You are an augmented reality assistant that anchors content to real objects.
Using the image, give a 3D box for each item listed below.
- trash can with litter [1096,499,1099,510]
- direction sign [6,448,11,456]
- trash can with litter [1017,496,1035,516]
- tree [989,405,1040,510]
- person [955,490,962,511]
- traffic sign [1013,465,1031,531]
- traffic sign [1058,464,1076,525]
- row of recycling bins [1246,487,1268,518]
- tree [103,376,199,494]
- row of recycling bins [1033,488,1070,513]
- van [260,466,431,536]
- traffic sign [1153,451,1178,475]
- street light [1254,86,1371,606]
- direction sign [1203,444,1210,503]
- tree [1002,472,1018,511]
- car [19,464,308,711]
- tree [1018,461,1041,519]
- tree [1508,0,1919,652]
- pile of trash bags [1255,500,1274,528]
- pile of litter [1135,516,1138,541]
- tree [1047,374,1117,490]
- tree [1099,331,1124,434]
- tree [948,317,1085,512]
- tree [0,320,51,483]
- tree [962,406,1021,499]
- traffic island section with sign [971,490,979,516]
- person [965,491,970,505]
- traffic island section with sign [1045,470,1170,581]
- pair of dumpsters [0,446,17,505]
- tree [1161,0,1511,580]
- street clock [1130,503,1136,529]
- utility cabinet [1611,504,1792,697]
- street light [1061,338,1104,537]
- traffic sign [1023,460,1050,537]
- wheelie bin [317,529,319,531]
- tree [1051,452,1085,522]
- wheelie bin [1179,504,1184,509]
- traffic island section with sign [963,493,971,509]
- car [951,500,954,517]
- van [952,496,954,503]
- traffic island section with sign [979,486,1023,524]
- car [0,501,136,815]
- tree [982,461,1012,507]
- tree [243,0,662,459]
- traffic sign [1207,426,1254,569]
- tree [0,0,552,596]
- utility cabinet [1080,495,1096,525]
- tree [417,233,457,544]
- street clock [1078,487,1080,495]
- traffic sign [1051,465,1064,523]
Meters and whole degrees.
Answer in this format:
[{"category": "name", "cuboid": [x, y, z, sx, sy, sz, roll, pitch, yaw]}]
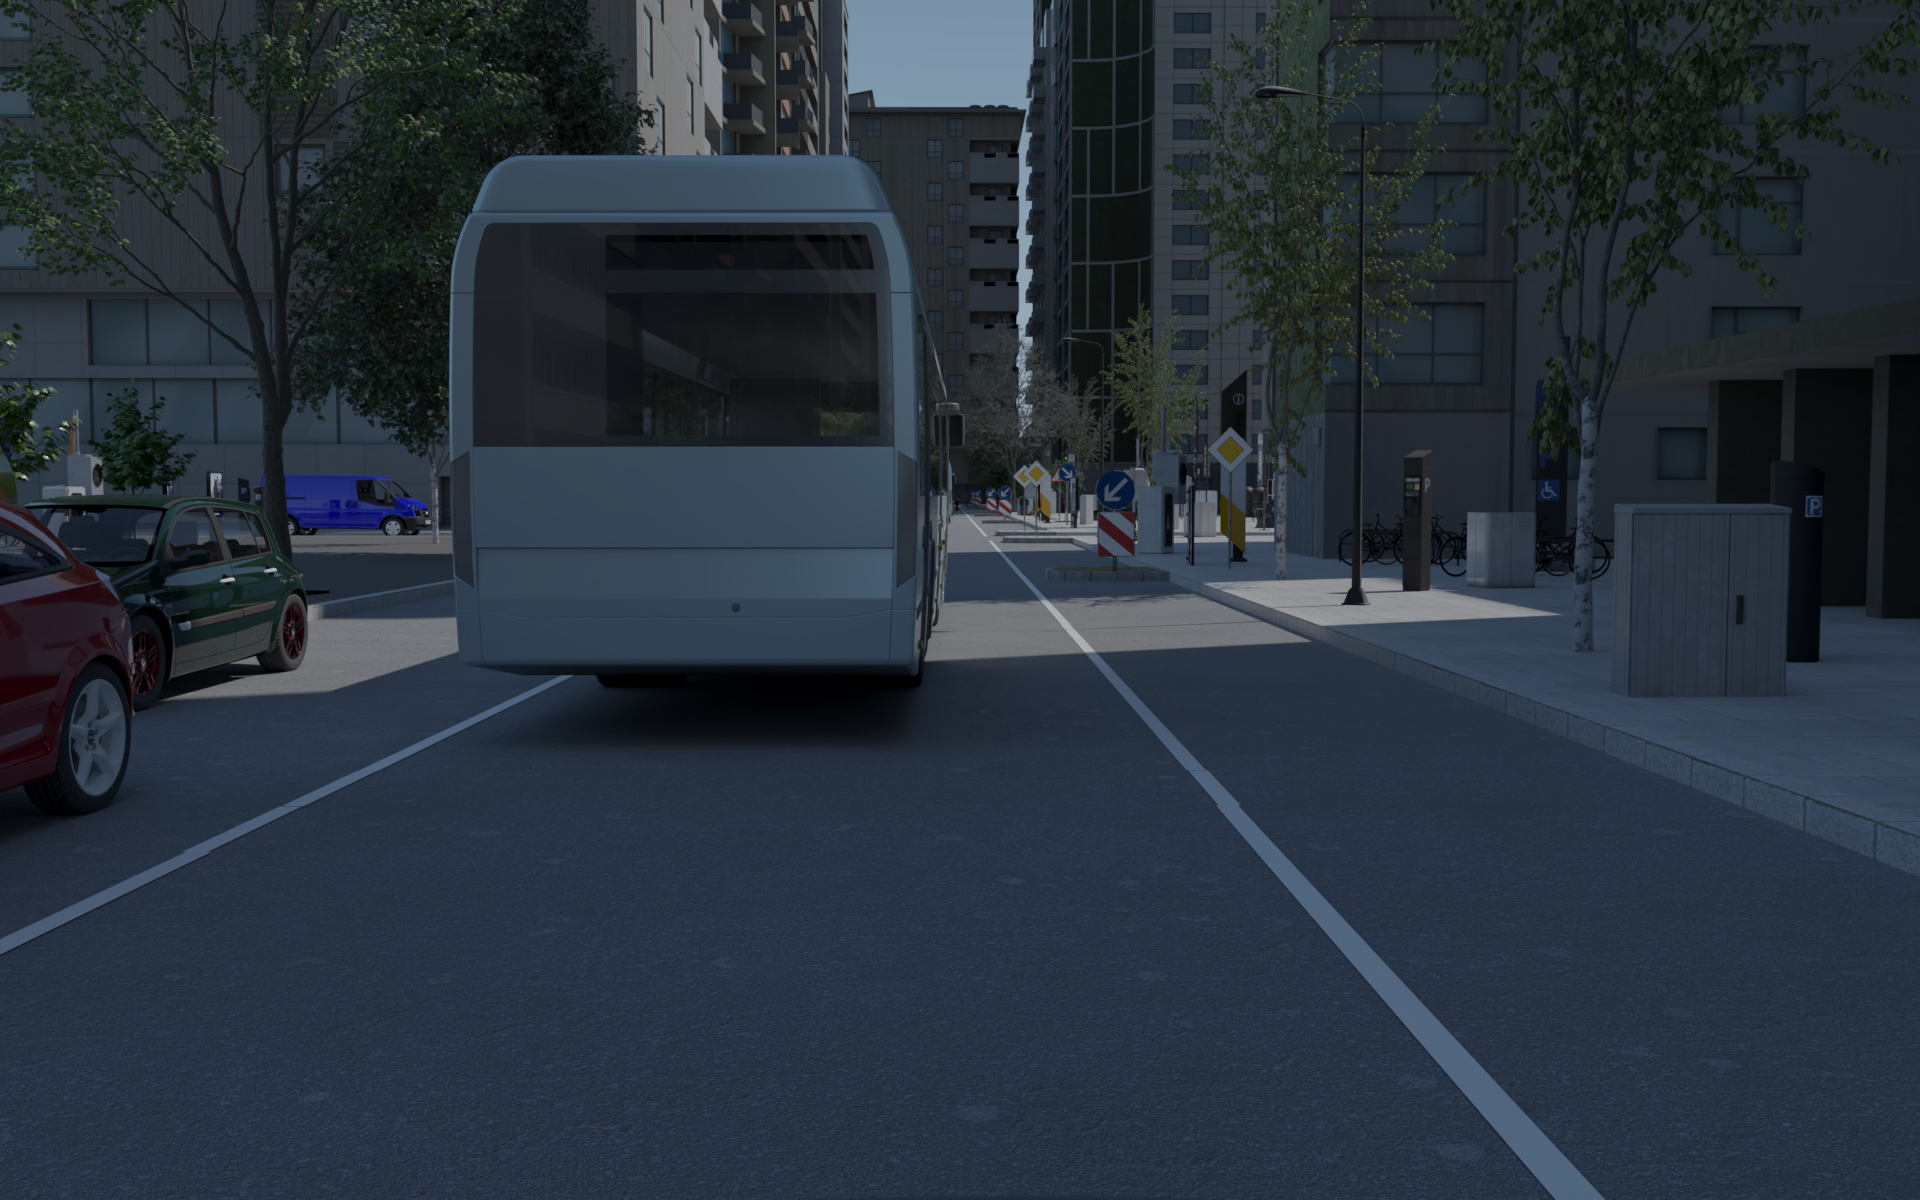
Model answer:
[{"category": "trash can with litter", "cuboid": [9.687, -7.075, 127.058, 1.055, 1.170, 0.624, -1, 4, -13]}, {"category": "direction sign", "cuboid": [-32.731, -4.089, 58.855, 0.876, 3.537, 0.379, -2, 4, -33]}, {"category": "trash can with litter", "cuboid": [3.934, -5.522, 101.664, 1.055, 1.170, 0.624, -2, 4, -30]}, {"category": "tree", "cuboid": [4.266, -11.393, 136.642, 4.360, 8.622, 3.978, 0, 3, 0]}, {"category": "person", "cuboid": [-0.199, -8.383, 145.651, 0.705, 1.812, 1.348, -1, 4, -21]}, {"category": "traffic sign", "cuboid": [2.220, -3.426, 59.663, 0.795, 2.450, 0.064, 0, 4, 0]}, {"category": "traffic sign", "cuboid": [4.505, -4.449, 72.851, 0.768, 2.556, 0.104, 0, 4, 1]}, {"category": "row of recycling bins", "cuboid": [16.714, -5.337, 94.370, 1.069, 1.692, 3.534, -3, 5, -41]}, {"category": "tree", "cuboid": [-13.531, -2.061, 28.301, 1.663, 3.219, 1.824, 0, 3, 0]}, {"category": "row of recycling bins", "cuboid": [6.352, -6.669, 116.145, 3.534, 1.692, 1.069, 2, 4, 35]}, {"category": "van", "cuboid": [-19.907, -3.172, 56.253, 5.245, 2.365, 2.240, 0, 4, -1]}, {"category": "traffic sign", "cuboid": [4.785, -2.337, 40.334, 0.606, 2.300, 0.079, 0, 4, 2]}, {"category": "street light", "cuboid": [4.055, -2.897, 19.915, 1.470, 5.913, 1.316, 0, 4, 0]}, {"category": "direction sign", "cuboid": [11.271, -5.334, 79.209, 0.379, 3.537, 0.876, 2, 4, 27]}, {"category": "tree", "cuboid": [4.095, -8.292, 130.178, 1.663, 3.219, 1.824, 0, 3, 0]}, {"category": "car", "cuboid": [-6.232, -0.175, 12.640, 2.009, 1.686, 4.222, 0, 3, 0]}, {"category": "tree", "cuboid": [4.264, -5.696, 87.723, 1.663, 3.219, 1.824, 0, 3, 0]}, {"category": "tree", "cuboid": [5.310, -3.887, 13.918, 4.737, 8.622, 4.395, 0, 3, 0]}, {"category": "pile of trash bags", "cuboid": [12.689, -3.457, 66.280, 1.912, 1.369, 3.447, 2, 4, 32]}, {"category": "pile of litter", "cuboid": [4.838, -2.062, 47.675, 1.176, 0.858, 1.719, 2, 4, 35]}, {"category": "tree", "cuboid": [7.448, -9.578, 106.968, 4.360, 8.622, 3.978, 0, 3, 0]}, {"category": "tree", "cuboid": [7.578, -7.188, 67.887, 4.737, 8.622, 4.395, 0, 3, 0]}, {"category": "tree", "cuboid": [3.673, -12.883, 121.014, 12.009, 13.543, 11.850, 0, 3, 0]}, {"category": "tree", "cuboid": [-9.351, -1.315, 16.094, 1.663, 3.219, 1.824, 0, 3, 0]}, {"category": "tree", "cuboid": [4.018, -18.015, 212.673, 7.486, 12.596, 7.792, 0, 3, 0]}, {"category": "traffic island section with sign", "cuboid": [1.893, -6.314, 111.857, 1.989, 1.847, 2.006, 0, 4, 0]}, {"category": "person", "cuboid": [0.794, -11.369, 194.385, 0.705, 1.824, 1.348, 2, 4, 23]}, {"category": "traffic island section with sign", "cuboid": [2.458, -1.269, 29.368, 1.989, 1.847, 2.006, 0, 4, 0]}, {"category": "pair of dumpsters", "cuboid": [-8.400, -0.577, 11.921, 1.574, 2.255, 4.437, 0, 4, 0]}, {"category": "tree", "cuboid": [5.062, -4.616, 25.833, 4.737, 8.622, 4.395, 0, 3, 0]}, {"category": "street clock", "cuboid": [6.377, -3.629, 63.897, 0.358, 2.002, 0.471, -2, 4, -27]}, {"category": "utility cabinet", "cuboid": [4.721, 0.007, 11.042, 1.020, 1.237, 0.306, 0, 4, -3]}, {"category": "street light", "cuboid": [3.700, -4.838, 51.638, 1.470, 5.913, 1.316, 0, 4, 0]}, {"category": "traffic sign", "cuboid": [2.275, -2.938, 51.678, 0.795, 2.450, 0.064, 0, 4, 0]}, {"category": "wheelie bin", "cuboid": [-22.697, -3.204, 60.300, 0.980, 1.594, 0.693, -1, 4, -8]}, {"category": "tree", "cuboid": [4.946, -5.180, 79.288, 1.663, 3.219, 1.824, 0, 3, 0]}, {"category": "wheelie bin", "cuboid": [13.906, -6.219, 109.593, 0.693, 1.594, 0.980, 2, 4, 28]}, {"category": "traffic island section with sign", "cuboid": [1.553, -9.350, 161.493, 1.989, 1.847, 2.006, 0, 4, 0]}, {"category": "car", "cuboid": [-1.395, -6.039, 110.536, 2.131, 1.459, 4.920, 0, 4, -2]}, {"category": "van", "cuboid": [-1.680, -11.037, 187.466, 2.013, 2.044, 4.112, 0, 4, -2]}, {"category": "traffic island section with sign", "cuboid": [2.070, -4.665, 84.903, 1.989, 1.847, 2.006, 0, 4, 0]}, {"category": "car", "cuboid": [-4.739, 0.166, 6.330, 2.155, 1.783, 4.494, 0, 4, -1]}, {"category": "tree", "cuboid": [3.876, -11.591, 173.219, 4.285, 4.588, 4.351, 0, 3, 0]}, {"category": "tree", "cuboid": [-9.523, -7.226, 35.159, 9.611, 12.733, 9.660, 0, 3, 0]}, {"category": "traffic sign", "cuboid": [4.625, -1.743, 29.684, 0.795, 2.450, 0.064, 1, 4, 8]}, {"category": "tree", "cuboid": [-8.784, -5.880, 21.893, 9.928, 11.665, 9.643, 0, 3, 0]}, {"category": "utility cabinet", "cuboid": [5.339, -3.790, 73.127, 0.306, 1.237, 1.020, 1, 4, 22]}, {"category": "tree", "cuboid": [-13.349, -5.754, 44.443, 4.737, 8.622, 4.395, 0, 3, 0]}, {"category": "street clock", "cuboid": [7.477, -6.501, 110.855, 0.471, 2.002, 0.358, 0, 4, -3]}, {"category": "traffic sign", "cuboid": [4.437, -4.729, 77.316, 0.884, 2.594, 0.081, 0, 4, 5]}]
